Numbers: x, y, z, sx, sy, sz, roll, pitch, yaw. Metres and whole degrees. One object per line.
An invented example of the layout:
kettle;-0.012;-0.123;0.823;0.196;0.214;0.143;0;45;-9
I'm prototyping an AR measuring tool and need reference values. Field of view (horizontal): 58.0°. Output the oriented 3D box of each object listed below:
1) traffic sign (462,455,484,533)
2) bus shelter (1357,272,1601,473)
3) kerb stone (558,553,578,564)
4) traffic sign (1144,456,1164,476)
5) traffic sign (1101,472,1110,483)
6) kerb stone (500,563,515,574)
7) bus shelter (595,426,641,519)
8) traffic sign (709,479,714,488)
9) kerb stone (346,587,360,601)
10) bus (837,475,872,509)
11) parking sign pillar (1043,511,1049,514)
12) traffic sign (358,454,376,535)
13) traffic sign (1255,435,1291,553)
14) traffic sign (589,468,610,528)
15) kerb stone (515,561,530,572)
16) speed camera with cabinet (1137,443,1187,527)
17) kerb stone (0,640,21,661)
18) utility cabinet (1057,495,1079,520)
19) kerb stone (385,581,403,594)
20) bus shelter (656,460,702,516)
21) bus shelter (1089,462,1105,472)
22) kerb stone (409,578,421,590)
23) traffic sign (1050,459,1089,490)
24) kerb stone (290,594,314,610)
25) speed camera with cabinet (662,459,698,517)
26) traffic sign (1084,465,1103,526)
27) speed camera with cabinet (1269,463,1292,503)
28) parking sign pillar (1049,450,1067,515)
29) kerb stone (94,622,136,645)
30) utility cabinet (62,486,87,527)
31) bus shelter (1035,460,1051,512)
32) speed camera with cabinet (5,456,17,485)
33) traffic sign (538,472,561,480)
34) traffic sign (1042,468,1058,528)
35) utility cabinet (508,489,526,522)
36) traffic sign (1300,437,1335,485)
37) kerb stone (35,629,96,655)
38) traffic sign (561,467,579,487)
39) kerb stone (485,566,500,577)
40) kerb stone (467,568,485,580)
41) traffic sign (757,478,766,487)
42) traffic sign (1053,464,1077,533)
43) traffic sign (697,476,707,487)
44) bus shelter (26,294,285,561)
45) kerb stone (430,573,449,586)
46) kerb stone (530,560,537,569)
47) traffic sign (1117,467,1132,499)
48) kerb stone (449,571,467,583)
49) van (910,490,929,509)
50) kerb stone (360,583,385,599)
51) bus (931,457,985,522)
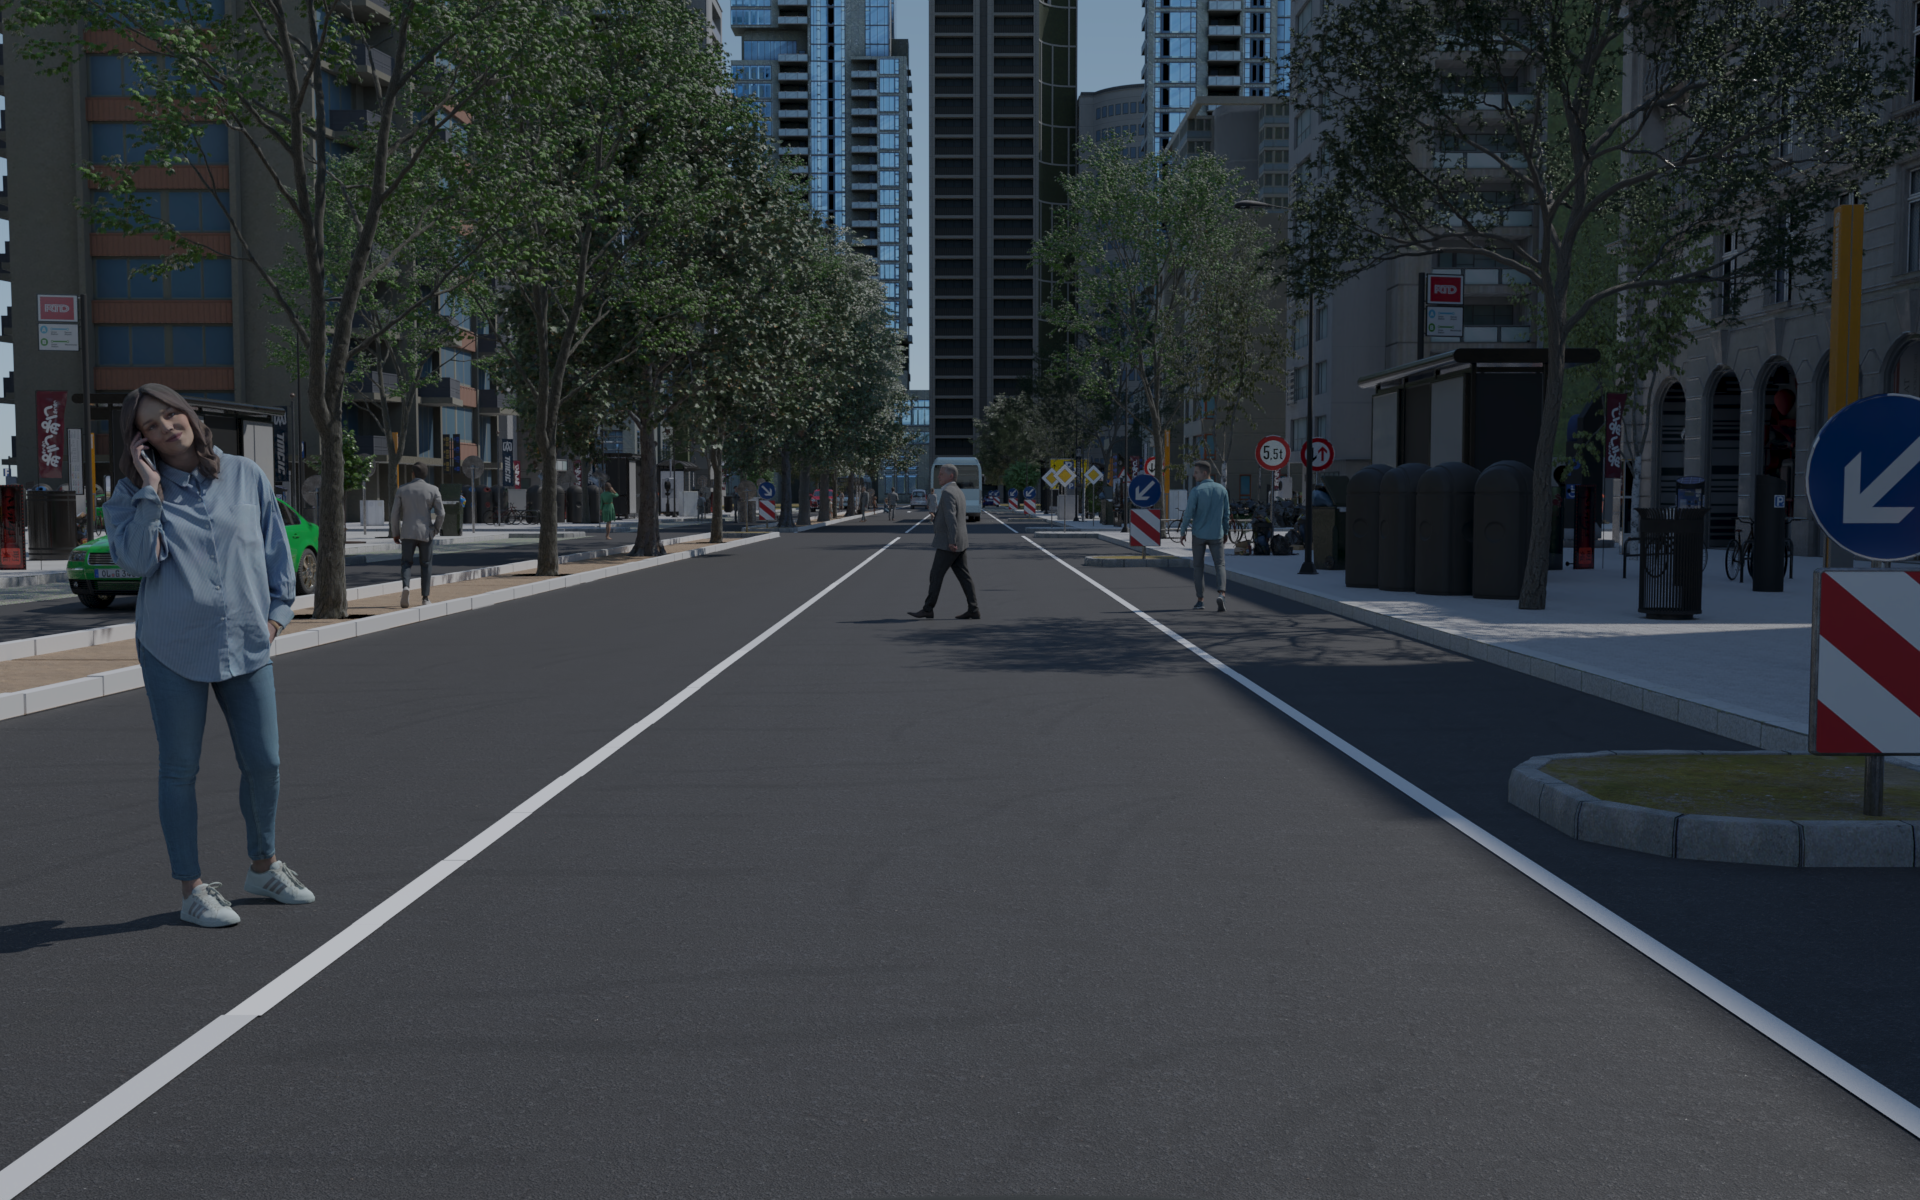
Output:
traffic sign;-16.022;-3.479;56.982;0.768;2.556;0.104;0;4;6
bus shelter;8.129;-3.151;29.149;2.179;5.291;8.768;0;3;0
kerb stone;-8.230;-0.854;36.276;0.120;0.150;1.000;0;3;0
traffic sign;6.572;-3.560;58.318;0.768;2.556;0.104;0;4;7
traffic sign;8.222;-6.057;99.135;0.768;2.556;0.104;0;4;0
kerb stone;-8.228;-0.540;31.137;0.120;0.150;1.000;0;3;0
bus shelter;-17.679;-6.836;89.394;2.179;5.291;8.768;0;3;0
traffic sign;-16.720;-7.058;117.524;0.606;2.300;0.079;0;4;3
kerb stone;-8.217;-0.046;22.942;0.120;0.150;1.000;0;3;0
bus;-10.028;-10.363;164.293;2.948;3.499;13.247;0;4;0
parking sign pillar;6.231;-7.720;114.691;1.447;3.967;1.447;0;4;-6
traffic sign;-18.750;-3.327;54.502;0.768;2.556;0.104;0;4;8
traffic sign;6.787;-2.294;37.611;0.768;2.556;0.104;1;4;9
traffic sign;-13.625;-3.782;65.470;0.795;2.450;0.064;0;3;0
kerb stone;-8.225;-0.609;32.159;0.120;0.150;1.000;0;3;0
speed camera with cabinet;7.851;-4.458;67.217;2.038;3.252;0.660;3;5;44
kerb stone;-8.215;0.455;14.757;0.120;0.150;1.000;0;3;0
utility cabinet;5.340;-4.567;85.835;1.020;1.237;0.306;-1;4;-15
kerb stone;-8.215;-0.171;24.986;0.120;0.150;1.000;0;3;0
bus shelter;-16.949;-6.747;104.242;2.014;3.302;5.546;0;3;0
bus shelter;8.405;-7.163;111.041;2.014;3.302;5.546;0;3;0
kerb stone;-8.215;-0.233;26.012;0.120;0.150;1.000;0;3;0
traffic sign;6.278;-6.452;99.361;2.265;3.308;0.079;0;4;5
kerb stone;-8.231;0.017;21.920;0.120;0.150;1.000;0;3;0
speed camera with cabinet;-15.996;-6.398;98.951;2.038;3.252;0.660;-3;4;-37
traffic sign;5.280;-4.118;68.522;0.795;2.450;0.064;0;4;4
speed camera with cabinet;17.579;-6.159;95.043;0.660;3.252;2.038;-1;4;-11
parking sign pillar;6.588;-7.235;106.768;1.447;3.967;1.447;2;4;29
kerb stone;-8.211;0.331;16.800;0.120;0.150;1.000;0;3;0
utility cabinet;-23.191;-2.245;45.390;0.318;1.500;1.173;-3;5;-40
bus shelter;6.268;-7.926;120.879;1.731;3.624;6.357;0;3;0
speed camera with cabinet;-48.997;-5.801;89.178;0.660;3.252;2.038;0;4;-7
traffic sign;-13.618;-3.293;57.485;0.795;2.450;0.064;0;3;0
traffic sign;3.470;-3.781;65.464;0.795;2.450;0.064;0;3;0
utility cabinet;-20.447;-4.318;79.276;1.173;1.500;0.318;-1;4;-11
traffic sign;8.007;-2.372;38.881;0.768;2.556;0.104;0;4;6
kerb stone;-8.207;0.392;15.778;0.120;0.150;1.000;0;3;0
traffic sign;-18.544;-5.037;82.356;0.884;2.594;0.081;0;4;0
kerb stone;-8.230;-0.481;30.099;0.120;0.150;1.000;0;3;0
kerb stone;-8.223;-0.417;29.078;0.120;0.150;1.000;0;3;0
traffic sign;-15.921;-8.479;138.743;0.768;2.556;0.104;0;4;2
traffic sign;3.476;-3.293;57.479;0.795;2.450;0.064;0;3;0
traffic sign;-17.822;-7.326;119.887;0.768;2.556;0.104;1;4;8
bus shelter;-17.385;-3.660;37.476;2.179;5.291;8.768;0;3;0
kerb stone;-8.226;-0.296;27.033;0.120;0.150;1.000;0;3;0
kerb stone;-8.232;-0.673;33.193;0.120;0.150;1.000;0;3;0
traffic sign;7.751;-5.012;81.947;0.884;2.594;0.081;0;4;1
kerb stone;-8.224;-0.355;28.056;0.120;0.150;1.000;0;3;0
van;-3.847;-9.689;165.423;2.013;2.044;4.112;0;4;1
kerb stone;-8.213;-0.108;23.964;0.120;0.150;1.000;0;3;0
bus;-0.107;-6.039;93.605;2.948;3.499;13.247;0;4;1
